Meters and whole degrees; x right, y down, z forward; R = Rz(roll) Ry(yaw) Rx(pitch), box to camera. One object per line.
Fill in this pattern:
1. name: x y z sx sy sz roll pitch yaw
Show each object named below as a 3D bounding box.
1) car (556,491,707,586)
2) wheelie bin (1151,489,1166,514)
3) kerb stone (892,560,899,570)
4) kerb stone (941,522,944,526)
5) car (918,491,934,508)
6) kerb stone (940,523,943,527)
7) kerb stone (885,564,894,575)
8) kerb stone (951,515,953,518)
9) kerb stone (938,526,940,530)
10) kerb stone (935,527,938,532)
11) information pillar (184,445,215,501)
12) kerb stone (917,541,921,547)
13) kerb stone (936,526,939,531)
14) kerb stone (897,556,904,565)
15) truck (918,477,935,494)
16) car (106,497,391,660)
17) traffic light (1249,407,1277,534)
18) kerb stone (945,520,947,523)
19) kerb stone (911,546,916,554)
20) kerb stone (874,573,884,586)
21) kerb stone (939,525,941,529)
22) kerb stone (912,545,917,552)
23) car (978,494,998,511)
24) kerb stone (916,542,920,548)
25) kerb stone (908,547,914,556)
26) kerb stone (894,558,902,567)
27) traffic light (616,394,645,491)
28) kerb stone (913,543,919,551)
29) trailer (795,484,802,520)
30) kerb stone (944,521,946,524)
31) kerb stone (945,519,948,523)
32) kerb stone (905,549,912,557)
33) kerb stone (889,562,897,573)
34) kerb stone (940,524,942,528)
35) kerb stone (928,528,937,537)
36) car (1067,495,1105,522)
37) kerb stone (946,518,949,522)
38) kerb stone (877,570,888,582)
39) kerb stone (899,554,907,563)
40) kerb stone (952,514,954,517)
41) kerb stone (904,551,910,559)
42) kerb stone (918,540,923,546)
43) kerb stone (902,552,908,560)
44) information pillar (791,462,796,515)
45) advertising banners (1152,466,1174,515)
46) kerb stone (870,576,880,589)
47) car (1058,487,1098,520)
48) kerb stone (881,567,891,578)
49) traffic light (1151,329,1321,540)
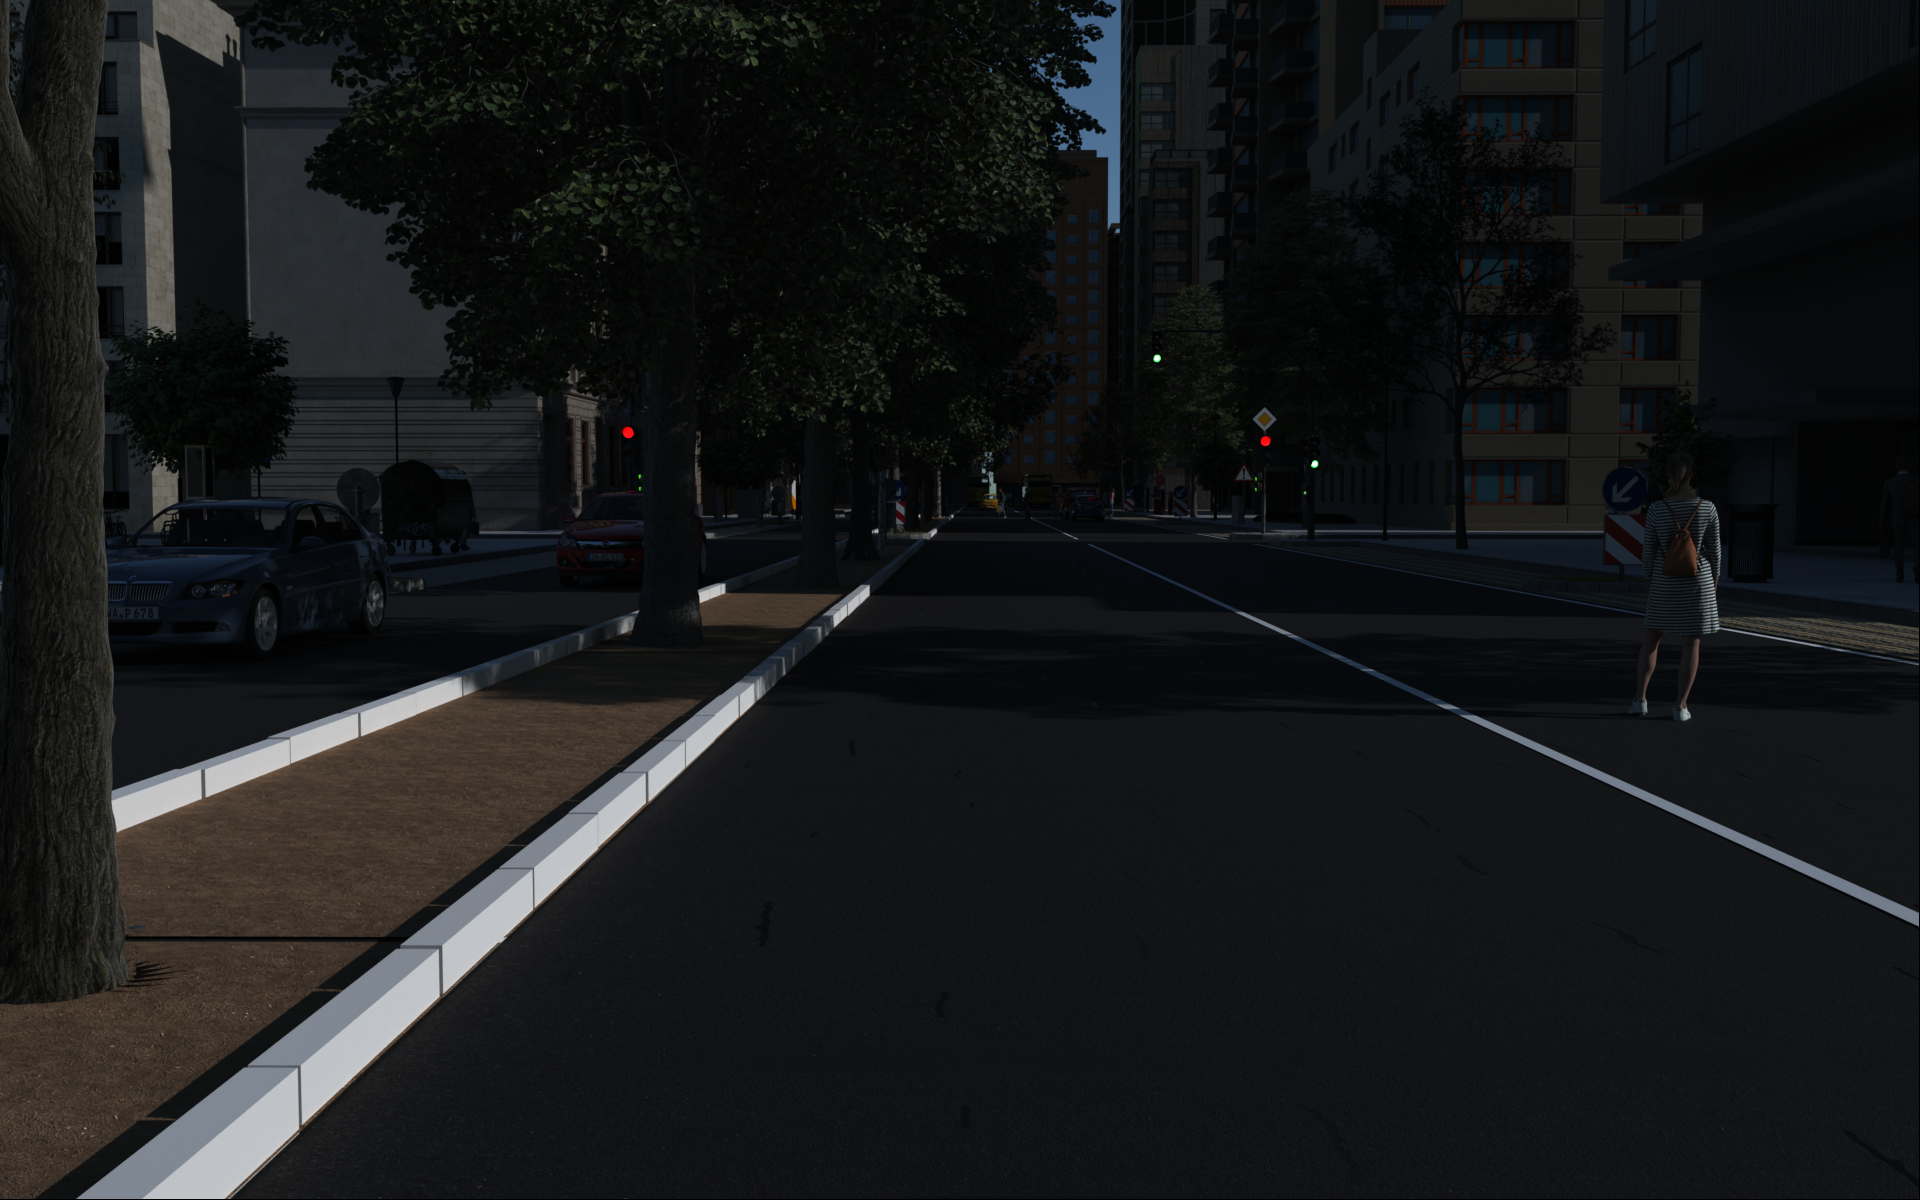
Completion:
1. car: -5.310 -1.179 28.321 2.155 1.783 4.494 0 4 1
2. wheelie bin: 12.549 -6.218 109.569 0.980 1.594 0.693 1 4 12
3. kerb stone: -1.250 -0.600 32.074 0.120 0.150 1.000 0 4 1
4. kerb stone: -0.848 -3.022 71.605 0.120 0.150 1.000 0 4 1
5. car: -3.711 -10.666 183.064 2.281 1.827 5.304 0 4 2
6. kerb stone: -0.867 -2.897 69.557 0.120 0.150 1.000 0 4 1
7. kerb stone: -1.274 -0.479 30.025 0.120 0.150 1.000 0 4 1
8. kerb stone: -0.611 -4.465 95.200 0.120 0.150 1.000 0 4 1
9. kerb stone: -0.923 -2.583 64.429 0.120 0.150 1.000 0 4 1
10. kerb stone: -0.955 -2.395 61.360 0.120 0.150 1.000 0 4 1
11. information pillar: -11.450 -1.323 26.122 0.304 2.012 0.304 0 4 3
12. kerb stone: -1.130 -1.357 44.379 0.120 0.150 1.000 0 4 1
13. kerb stone: -0.932 -2.521 63.407 0.120 0.150 1.000 0 4 1
14. kerb stone: -1.237 -0.729 34.117 0.120 0.150 1.000 0 4 1
15. truck: -3.784 -12.617 202.214 3.469 3.379 9.791 0 4 0
16. car: -6.868 -0.276 16.519 2.014 1.417 4.499 0 4 0
17. traffic light: 9.801 -4.101 55.977 0.839 4.253 0.868 0 4 1
18. kerb stone: -0.785 -3.399 77.767 0.120 0.150 1.000 0 4 1
19. kerb stone: -1.168 -1.104 40.277 0.120 0.150 1.000 0 4 1
20. kerb stone: -1.302 -0.288 26.949 0.120 0.150 1.000 0 4 1
21. kerb stone: -0.905 -2.708 66.478 0.120 0.150 1.000 0 4 1
22. kerb stone: -1.156 -1.168 41.298 0.120 0.150 1.000 0 4 1
23. car: 2.535 -8.252 145.142 2.015 1.641 3.980 0 4 -1
24. kerb stone: -1.134 -1.293 43.342 0.120 0.150 1.000 0 4 1
25. kerb stone: -1.186 -1.043 39.255 0.120 0.150 1.000 0 4 1
26. kerb stone: -1.239 -0.667 33.095 0.120 0.150 1.000 0 4 1
27. traffic light: -9.142 -3.624 48.169 0.839 4.253 0.868 0 4 1
28. kerb stone: -1.144 -1.231 42.320 0.120 0.150 1.000 0 4 1
29. trailer: -8.410 -5.420 95.659 1.471 1.999 3.904 0 4 2
30. kerb stone: -0.811 -3.271 75.721 0.120 0.150 1.000 0 4 1
31. kerb stone: -0.758 -3.524 79.813 0.120 0.150 1.000 0 4 1
32. kerb stone: -1.191 -0.977 38.224 0.120 0.150 1.000 0 4 1
33. kerb stone: -1.267 -0.533 31.052 0.120 0.150 1.000 0 4 1
34. kerb stone: -0.879 -2.834 68.534 0.120 0.150 1.000 0 4 1
35. kerb stone: -0.970 -2.327 60.327 0.120 0.150 1.000 0 4 1
36. car: 6.711 -4.875 91.712 2.014 1.417 4.499 0 4 2
37. kerb stone: -0.732 -3.712 82.889 0.120 0.150 1.000 0 4 1
38. kerb stone: -1.297 -0.353 27.973 0.120 0.150 1.000 0 4 1
39. kerb stone: -1.217 -0.790 35.143 0.120 0.150 1.000 0 4 1
40. kerb stone: -0.567 -4.716 99.307 0.120 0.150 1.000 0 4 1
41. kerb stone: -1.202 -0.915 37.202 0.120 0.150 1.000 0 4 1
42. kerb stone: -1.122 -1.420 45.406 0.120 0.150 1.000 0 4 1
43. kerb stone: -1.210 -0.851 36.180 0.120 0.150 1.000 0 4 1
44. information pillar: -10.107 -6.950 104.984 0.183 3.616 0.504 2 4 24
45. advertising banners: 12.384 -6.697 105.685 0.090 3.025 2.074 -2 4 -34
46. kerb stone: -1.318 -0.225 25.928 0.120 0.150 1.000 0 4 1
47. car: 6.776 -5.480 98.271 2.281 1.827 5.304 0 4 -1
48. kerb stone: -1.285 -0.416 29.003 0.120 0.150 1.000 0 4 1
49. traffic light: 7.626 -4.477 47.872 4.771 5.953 1.251 0 4 1
